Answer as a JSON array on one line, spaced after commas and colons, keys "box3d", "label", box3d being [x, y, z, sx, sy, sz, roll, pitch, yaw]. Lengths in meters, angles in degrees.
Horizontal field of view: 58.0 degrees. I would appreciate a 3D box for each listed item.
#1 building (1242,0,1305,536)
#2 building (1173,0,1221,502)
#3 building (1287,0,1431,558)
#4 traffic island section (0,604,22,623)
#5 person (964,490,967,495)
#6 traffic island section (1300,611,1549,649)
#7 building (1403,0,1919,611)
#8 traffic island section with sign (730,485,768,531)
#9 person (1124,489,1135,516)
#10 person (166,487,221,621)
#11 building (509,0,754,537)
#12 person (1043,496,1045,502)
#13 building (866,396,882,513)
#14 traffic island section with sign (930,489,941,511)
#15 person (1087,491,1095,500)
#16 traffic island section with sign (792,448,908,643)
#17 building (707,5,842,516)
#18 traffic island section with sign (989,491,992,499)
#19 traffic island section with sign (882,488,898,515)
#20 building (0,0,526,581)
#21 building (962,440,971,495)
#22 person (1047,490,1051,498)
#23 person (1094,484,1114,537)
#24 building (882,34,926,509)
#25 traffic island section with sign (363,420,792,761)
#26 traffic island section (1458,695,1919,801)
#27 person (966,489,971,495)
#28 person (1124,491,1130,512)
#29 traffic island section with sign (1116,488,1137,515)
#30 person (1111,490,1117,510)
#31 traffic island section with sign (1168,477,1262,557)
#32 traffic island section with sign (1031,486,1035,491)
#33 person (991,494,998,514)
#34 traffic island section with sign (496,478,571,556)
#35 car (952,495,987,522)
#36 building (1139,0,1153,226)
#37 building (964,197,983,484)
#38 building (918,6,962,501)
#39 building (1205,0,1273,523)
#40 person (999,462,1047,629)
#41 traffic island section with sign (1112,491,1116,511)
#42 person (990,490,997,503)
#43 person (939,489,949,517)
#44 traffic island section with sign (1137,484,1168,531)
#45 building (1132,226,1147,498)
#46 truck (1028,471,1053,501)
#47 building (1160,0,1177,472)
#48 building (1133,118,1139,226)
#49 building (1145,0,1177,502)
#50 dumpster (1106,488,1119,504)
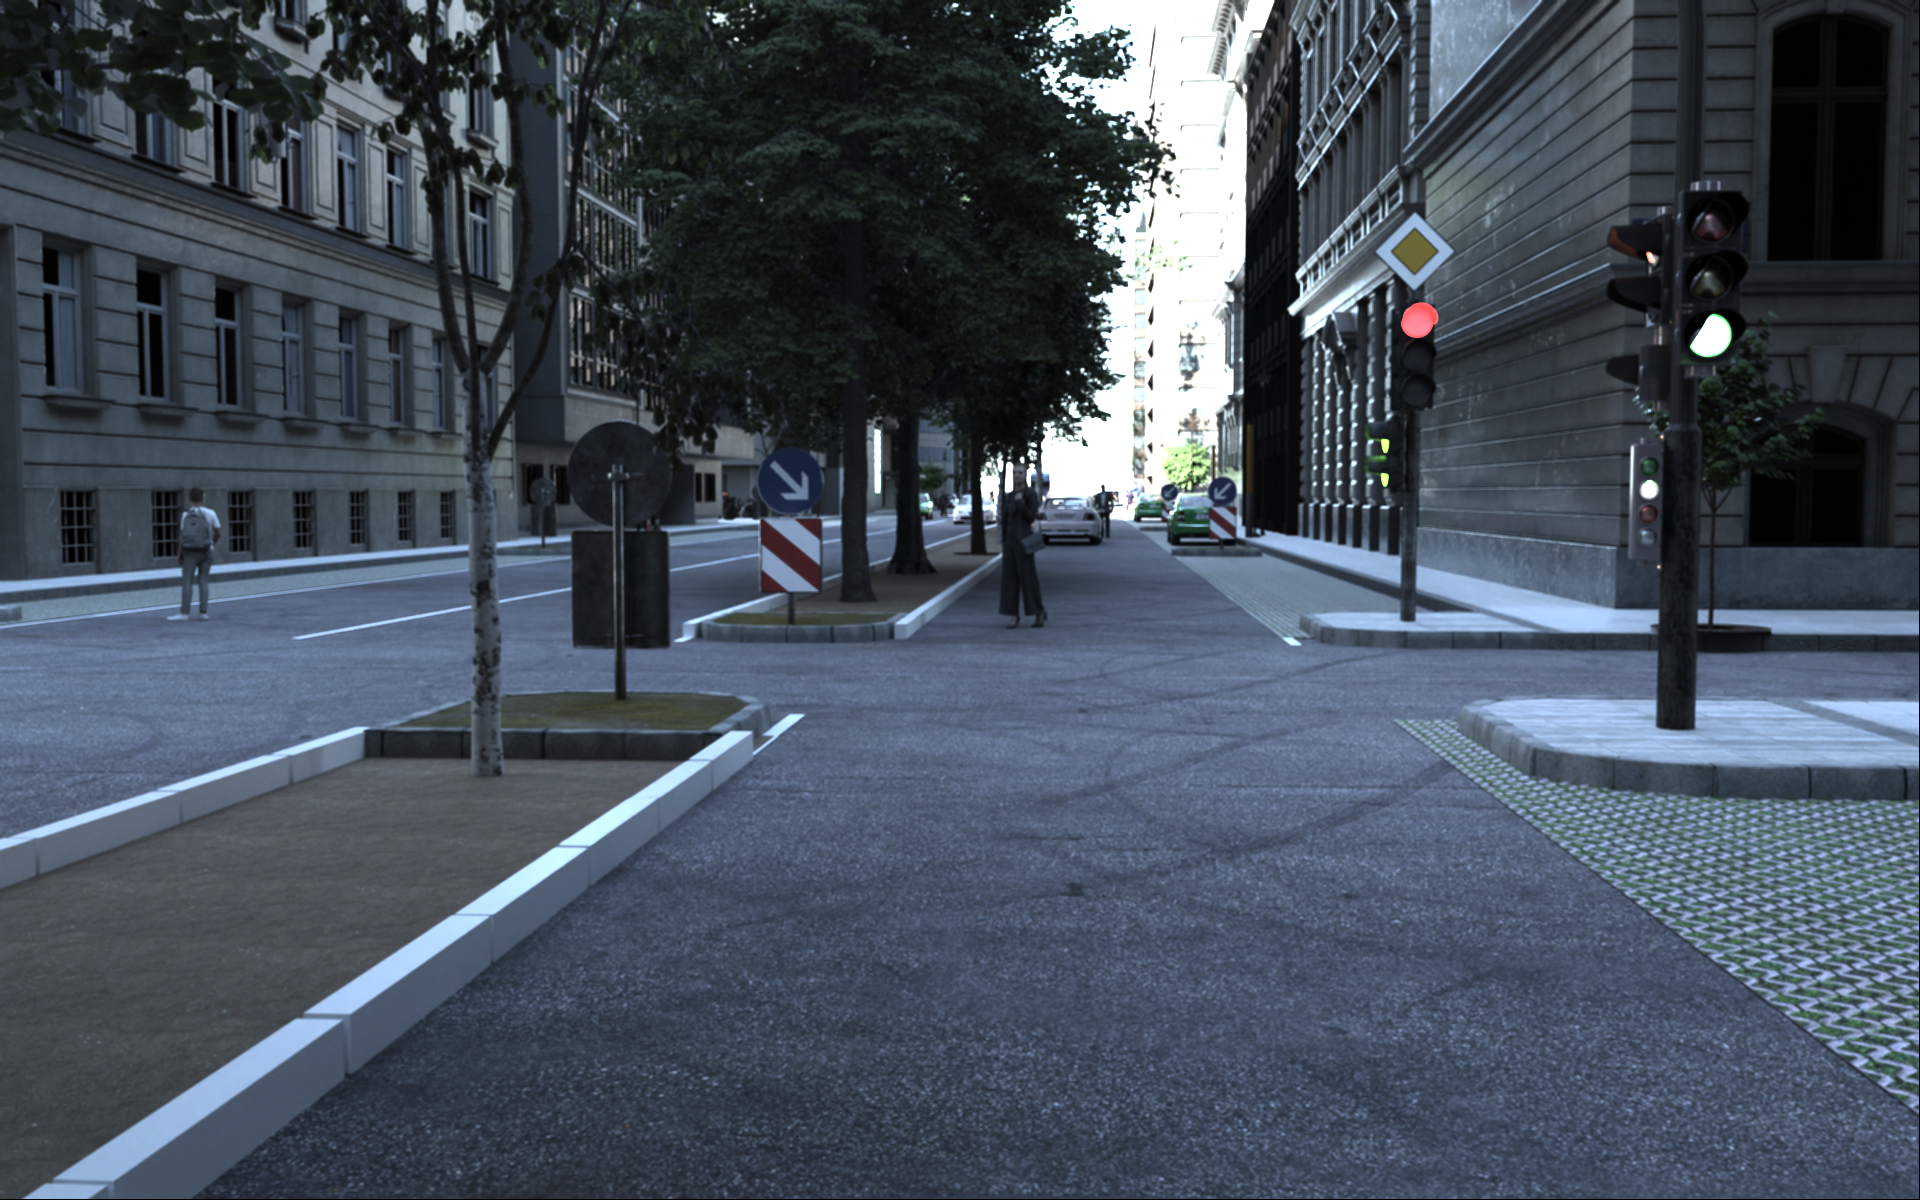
[{"box3d": [16.813, -14.100, 60.214, 12.332, 23.373, 15.834, 0, 4, 4], "label": "building"}, {"box3d": [20.296, -25.886, 106.837, 14.154, 41.232, 14.086, 0, 4, 4], "label": "building"}, {"box3d": [14.263, -13.033, 41.960, 11.050, 23.489, 19.941, 0, 4, 4], "label": "building"}, {"box3d": [-11.650, 0.218, 18.715, 2.009, 0.180, 2.903, 0, 4, 4], "label": "traffic island section"}, {"box3d": [0.620, -8.406, 146.653, 0.721, 1.743, 1.217, 1, 4, 18], "label": "person"}, {"box3d": [4.545, 0.293, 17.490, 2.009, 0.180, 2.903, 0, 4, 4], "label": "traffic island section"}, {"box3d": [24.570, -12.435, 22.405, 34.723, 24.649, 14.460, 0, 4, 4], "label": "building"}, {"box3d": [-7.904, -3.643, 68.188, 1.989, 1.847, 2.006, 0, 4, 4], "label": "traffic island section with sign"}, {"box3d": [11.048, -6.371, 113.118, 0.683, 1.767, 0.568, 0, 4, -2], "label": "person"}, {"box3d": [-8.671, -0.521, 19.617, 0.523, 1.515, 0.503, 1, 4, 14], "label": "person"}, {"box3d": [-17.412, -14.954, 63.561, 14.314, 24.678, 30.058, 0, 4, 4], "label": "building"}, {"box3d": [4.533, -5.599, 100.056, 0.705, 1.823, 1.348, -3, 4, -36], "label": "person"}, {"box3d": [-16.582, -49.558, 122.940, 22.319, 86.520, 31.000, 0, 4, 4], "label": "building"}, {"box3d": [-2.138, -8.315, 144.582, 1.989, 1.847, 2.006, 0, 4, 4], "label": "traffic island section with sign"}, {"box3d": [11.080, -8.540, 148.843, 1.217, 1.735, 0.721, -2, 4, -28], "label": "person"}, {"box3d": [-1.609, -0.580, 17.614, 2.006, 1.907, 1.989, 0, 4, 4], "label": "traffic island section with sign"}, {"box3d": [-14.411, -20.196, 101.912, 14.160, 30.474, 14.107, 0, 4, 4], "label": "building"}, {"box3d": [4.155, -13.398, 227.682, 1.989, 1.847, 2.006, 0, 4, 4], "label": "traffic island section with sign"}, {"box3d": [-4.179, -6.662, 117.558, 1.989, 1.847, 2.006, 0, 4, 4], "label": "traffic island section with sign"}, {"box3d": [-20.497, -12.241, 33.419, 16.112, 22.955, 30.059, 0, 4, 4], "label": "building"}, {"box3d": [-6.171, -26.981, 212.839, 14.160, 30.474, 14.107, 0, 4, 4], "label": "building"}, {"box3d": [6.471, -7.128, 125.955, 0.530, 1.710, 0.541, 0, 4, -4], "label": "person"}, {"box3d": [4.723, -2.932, 56.837, 0.661, 1.777, 0.834, 0, 4, -1], "label": "person"}, {"box3d": [-17.619, -34.513, 153.523, 28.713, 52.752, 27.495, 0, 4, 4], "label": "building"}, {"box3d": [-2.177, -0.128, 10.228, 2.006, 1.907, 1.989, 0, 4, 4], "label": "traffic island section with sign"}, {"box3d": [3.943, 0.780, 9.528, 2.009, 0.180, 2.903, 0, 4, 4], "label": "traffic island section"}, {"box3d": [0.769, -8.119, 141.332, 1.350, 1.814, 0.705, -2, 4, -34], "label": "person"}, {"box3d": [13.590, -7.962, 139.508, 0.721, 1.723, 1.217, -2, 4, -35], "label": "person"}, {"box3d": [11.706, -6.593, 116.423, 1.989, 1.847, 2.006, 0, 4, 4], "label": "traffic island section with sign"}, {"box3d": [13.505, -8.793, 152.276, 0.705, 1.822, 1.348, -1, 4, -16], "label": "person"}, {"box3d": [5.946, -1.940, 40.350, 1.989, 1.847, 2.006, 0, 4, 4], "label": "traffic island section with sign"}, {"box3d": [4.047, -5.162, 92.540, 2.006, 1.907, 1.989, 0, 4, 4], "label": "traffic island section with sign"}, {"box3d": [2.794, -7.006, 123.763, 1.217, 1.743, 0.721, 1, 4, 11], "label": "person"}, {"box3d": [-9.980, -1.975, 40.927, 1.989, 1.847, 2.006, 0, 4, 4], "label": "traffic island section with sign"}, {"box3d": [0.626, -4.811, 90.656, 2.014, 1.417, 4.499, 0, 4, 2], "label": "car"}, {"box3d": [31.950, -40.708, 207.582, 21.231, 58.520, 28.212, 0, 4, 4], "label": "building"}, {"box3d": [-8.342, -35.453, 234.285, 22.147, 44.769, 28.867, 0, 4, 4], "label": "building"}, {"box3d": [-11.284, -39.706, 191.188, 21.231, 58.520, 28.212, 0, 4, 4], "label": "building"}, {"box3d": [18.924, -17.886, 79.819, 14.401, 28.519, 23.554, 0, 4, 4], "label": "building"}, {"box3d": [0.652, -0.589, 18.557, 0.576, 1.772, 0.534, 2, 4, 29], "label": "person"}, {"box3d": [13.760, -8.261, 143.696, 1.989, 1.847, 2.006, 0, 4, 4], "label": "traffic island section with sign"}, {"box3d": [2.725, -7.863, 137.776, 0.721, 1.736, 1.217, -2, 4, -29], "label": "person"}, {"box3d": [-0.978, -6.151, 109.625, 0.434, 1.755, 0.990, -3, 4, -37], "label": "person"}, {"box3d": [7.984, -3.584, 67.229, 1.989, 1.847, 2.006, 0, 4, 4], "label": "traffic island section with sign"}, {"box3d": [25.720, -25.445, 187.727, 14.160, 30.474, 14.107, 0, 4, 4], "label": "building"}, {"box3d": [9.745, -13.234, 206.135, 2.967, 4.110, 18.799, 0, 4, 4], "label": "truck"}, {"box3d": [27.308, -31.133, 128.638, 23.786, 49.044, 30.456, 0, 4, 4], "label": "building"}, {"box3d": [37.694, -39.548, 235.851, 28.713, 52.752, 27.495, 0, 4, 4], "label": "building"}, {"box3d": [27.846, -32.535, 155.654, 21.300, 48.544, 21.600, 0, 4, 4], "label": "building"}, {"box3d": [21.867, -14.881, 248.252, 1.985, 2.255, 1.502, 0, 4, 5], "label": "dumpster"}]
